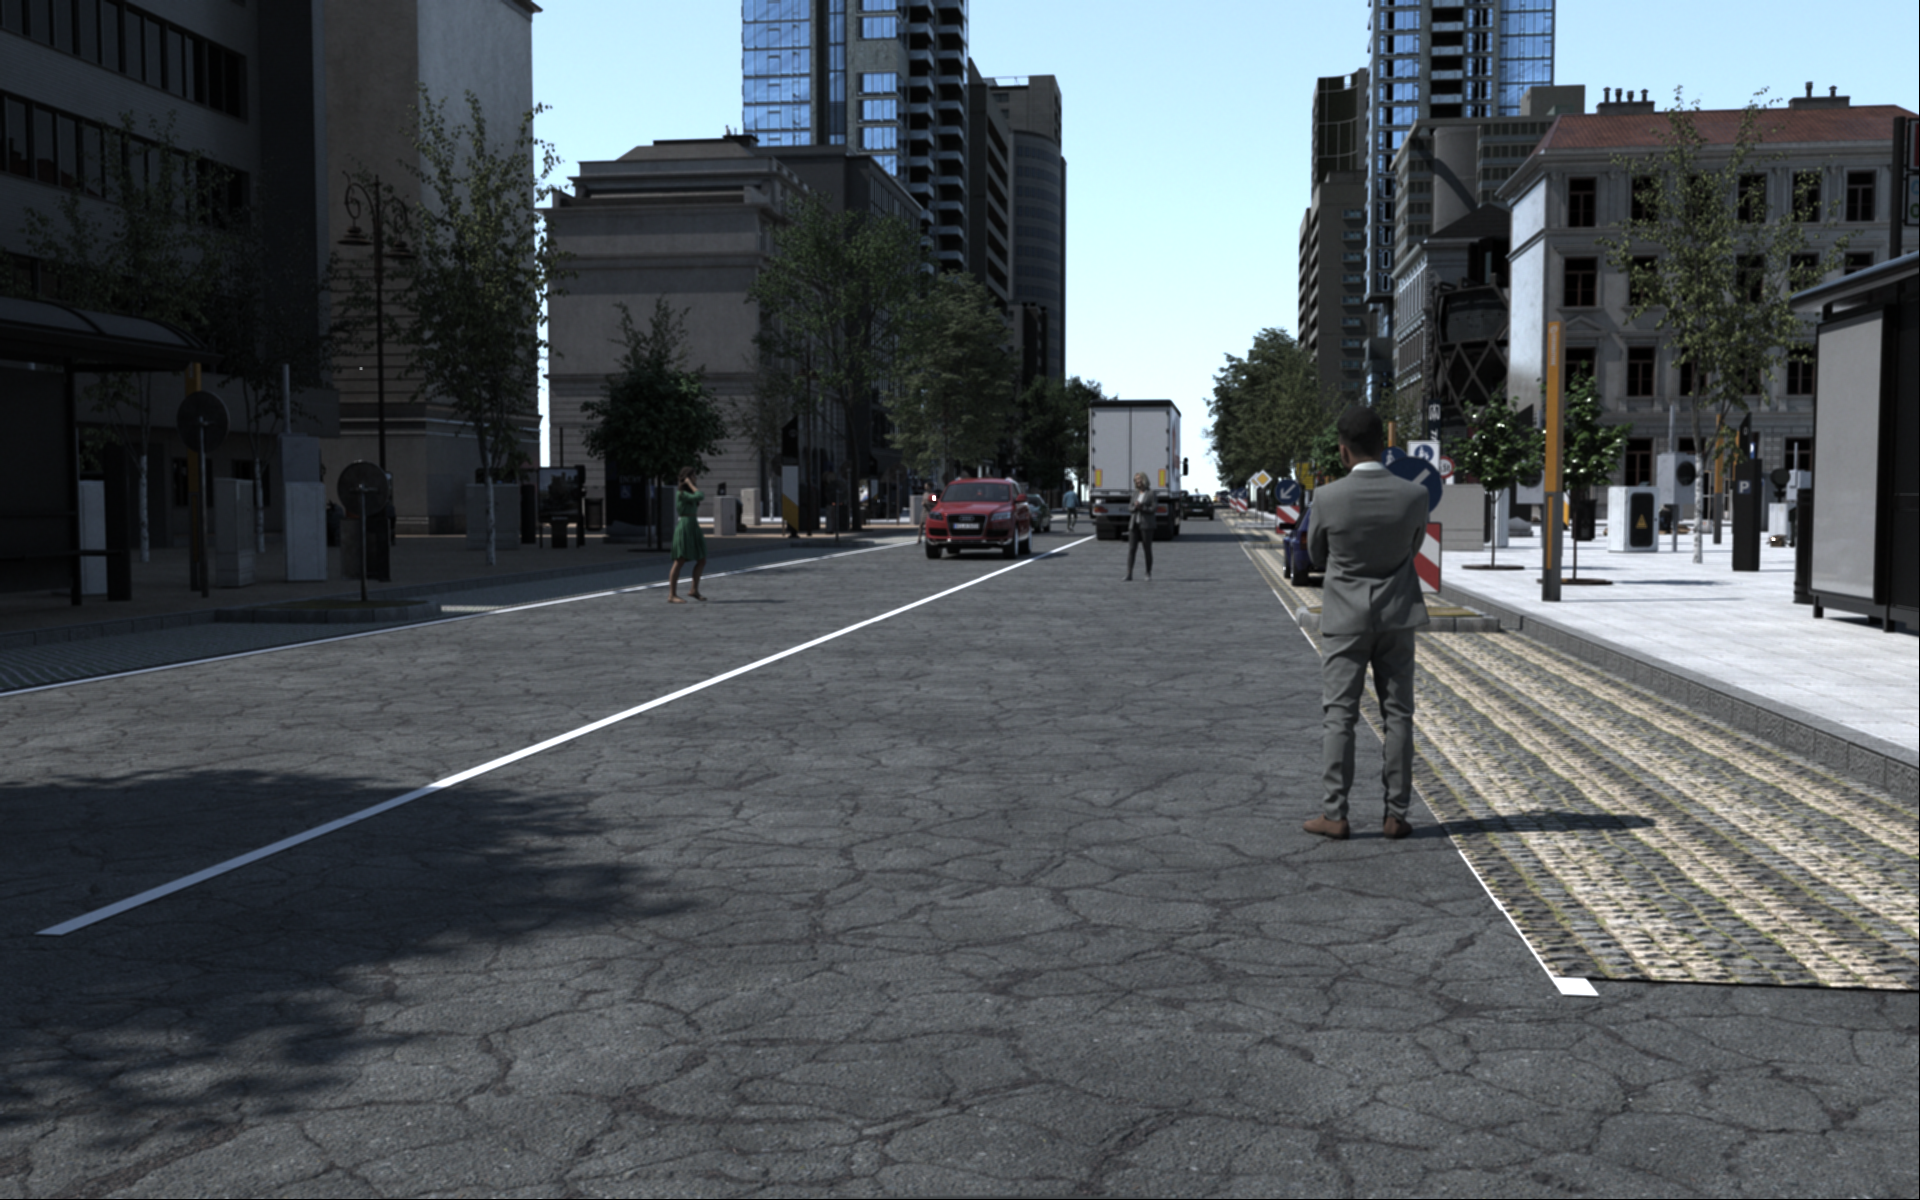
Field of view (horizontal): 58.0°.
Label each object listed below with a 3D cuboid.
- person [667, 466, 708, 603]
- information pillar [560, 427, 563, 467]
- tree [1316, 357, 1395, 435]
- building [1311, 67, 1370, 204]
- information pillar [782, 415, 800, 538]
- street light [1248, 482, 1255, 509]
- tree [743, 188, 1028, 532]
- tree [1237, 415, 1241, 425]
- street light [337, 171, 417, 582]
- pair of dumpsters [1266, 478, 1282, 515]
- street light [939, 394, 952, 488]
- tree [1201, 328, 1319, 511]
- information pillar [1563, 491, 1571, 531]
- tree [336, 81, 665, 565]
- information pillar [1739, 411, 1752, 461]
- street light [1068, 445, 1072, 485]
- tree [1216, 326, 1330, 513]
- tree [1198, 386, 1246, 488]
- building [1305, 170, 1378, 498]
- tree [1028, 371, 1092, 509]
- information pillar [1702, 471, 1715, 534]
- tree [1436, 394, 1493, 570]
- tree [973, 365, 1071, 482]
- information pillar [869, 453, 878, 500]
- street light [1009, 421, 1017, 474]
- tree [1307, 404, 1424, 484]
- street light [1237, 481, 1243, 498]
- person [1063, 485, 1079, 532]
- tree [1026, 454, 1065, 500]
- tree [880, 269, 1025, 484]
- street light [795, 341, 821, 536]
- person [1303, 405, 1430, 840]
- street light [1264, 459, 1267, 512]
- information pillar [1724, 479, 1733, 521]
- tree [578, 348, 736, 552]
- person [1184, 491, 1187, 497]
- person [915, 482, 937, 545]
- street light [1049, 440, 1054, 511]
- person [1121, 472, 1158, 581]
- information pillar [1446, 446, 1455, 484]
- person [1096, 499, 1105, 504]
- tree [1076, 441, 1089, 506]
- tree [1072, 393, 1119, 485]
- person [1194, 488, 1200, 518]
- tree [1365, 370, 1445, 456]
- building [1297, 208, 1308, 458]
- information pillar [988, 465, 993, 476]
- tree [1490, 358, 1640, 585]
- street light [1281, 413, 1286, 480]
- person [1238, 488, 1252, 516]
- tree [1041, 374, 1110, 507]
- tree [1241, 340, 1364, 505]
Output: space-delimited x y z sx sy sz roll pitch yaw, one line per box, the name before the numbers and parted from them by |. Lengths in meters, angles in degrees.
person | -3.609 -0.866 22.903 0.529 1.795 0.600 0 4 -5
information pillar | -13.934 -4.237 60.627 0.183 3.616 0.504 -1 4 -12
tree | 21.030 -8.697 92.563 4.360 8.622 3.978 0 3 0
building | 68.420 -52.425 295.392 20.563 71.187 20.611 0 4 8
information pillar | -4.972 -3.641 50.877 0.504 3.616 0.183 0 4 -6
street light | 25.727 -10.930 151.492 0.468 5.910 1.993 0 4 8
tree | -3.712 -8.188 59.621 9.928 11.665 9.643 0 3 0
tree | 19.157 -9.414 104.277 4.737 8.622 4.395 0 3 0
street light | -8.423 -3.205 25.193 0.468 5.910 1.993 0 4 8
pair of dumpsters | 20.263 -6.550 109.583 1.574 2.255 4.437 0 4 8
street light | -0.637 -6.565 80.119 0.468 5.910 1.993 0 4 8
tree | 23.556 -13.947 134.687 9.857 13.997 8.962 0 3 0
information pillar | 21.141 -4.235 60.594 0.183 3.616 0.504 -2 4 -33
tree | -8.611 -4.922 30.841 4.737 8.622 4.395 0 3 0
information pillar | 22.314 -3.542 49.268 0.183 3.616 0.504 0 4 -6
street light | 9.970 -11.188 155.716 0.468 5.910 1.993 0 4 8
tree | 21.491 -12.172 117.132 7.486 12.596 7.792 0 3 0
tree | 31.117 -17.066 189.399 12.009 13.543 11.850 0 3 0
building | 62.521 -38.524 253.571 21.300 48.544 21.600 0 4 8
tree | 7.605 -13.522 146.834 9.928 11.665 9.643 0 3 0
information pillar | 24.072 -3.139 55.808 0.304 2.012 0.304 -3 5 -43
tree | 9.230 -2.134 29.493 1.663 3.219 1.824 0 3 0
tree | 4.168 -11.463 121.840 8.767 10.594 7.601 2 4 30
information pillar | -4.997 -6.634 99.819 0.504 3.616 0.183 0 4 5
street light | 3.235 -8.250 107.682 0.468 5.910 1.993 0 4 8
tree | 14.393 -4.846 62.939 4.285 4.588 4.351 0 3 0
street light | 36.480 -15.566 227.293 0.468 5.910 1.993 0 4 8
person | 4.175 -3.441 65.106 0.601 1.785 0.444 2 4 27
tree | 6.743 -9.422 137.756 4.285 4.588 4.351 0 3 0
tree | -0.091 -10.367 87.622 7.486 12.596 7.792 0 3 0
street light | -4.588 -4.879 52.563 0.468 5.910 1.993 0 4 8
person | 1.708 0.083 7.332 0.511 1.800 0.466 -1 4 -11
street light | 21.930 -9.258 124.150 0.468 5.910 1.993 0 4 8
information pillar | 37.208 -4.849 83.777 0.304 2.012 0.304 -1 4 -14
tree | -6.687 -3.372 38.846 4.285 4.588 4.351 0 3 0
person | 22.157 -9.885 170.671 0.434 1.755 0.990 -1 4 -14
person | -0.946 -2.426 48.504 0.599 1.781 0.374 2 4 34
street light | 7.042 -9.887 134.447 0.468 5.910 1.993 0 4 8
person | 2.997 -1.217 28.578 0.537 1.800 0.526 3 5 42
information pillar | 21.690 -5.214 76.605 0.183 3.616 0.504 -2 4 -24
person | 5.629 -3.769 69.998 0.514 1.842 0.818 2 4 35
tree | 13.955 -14.642 189.751 4.737 8.622 4.395 0 3 0
tree | 18.065 -18.970 216.812 9.857 13.997 8.962 0 3 0
person | 14.441 -5.921 105.526 0.478 1.798 0.641 0 4 -7
tree | 26.781 -9.379 103.706 4.737 8.622 4.395 0 3 0
building | 65.015 -39.838 275.055 21.300 48.544 21.600 0 4 8
information pillar | 2.318 -8.765 134.655 0.504 3.616 0.183 3 4 38
tree | 8.865 -1.836 24.614 1.663 3.219 1.824 0 3 0
street light | 18.179 -7.620 97.377 0.468 5.910 1.993 0 4 8
person | 17.585 -5.996 106.647 0.853 1.813 0.709 0 4 -2
tree | 11.536 -15.206 165.633 9.611 12.733 9.660 0 3 0
tree | 16.241 -8.085 82.557 4.737 8.622 4.395 0 3 0
